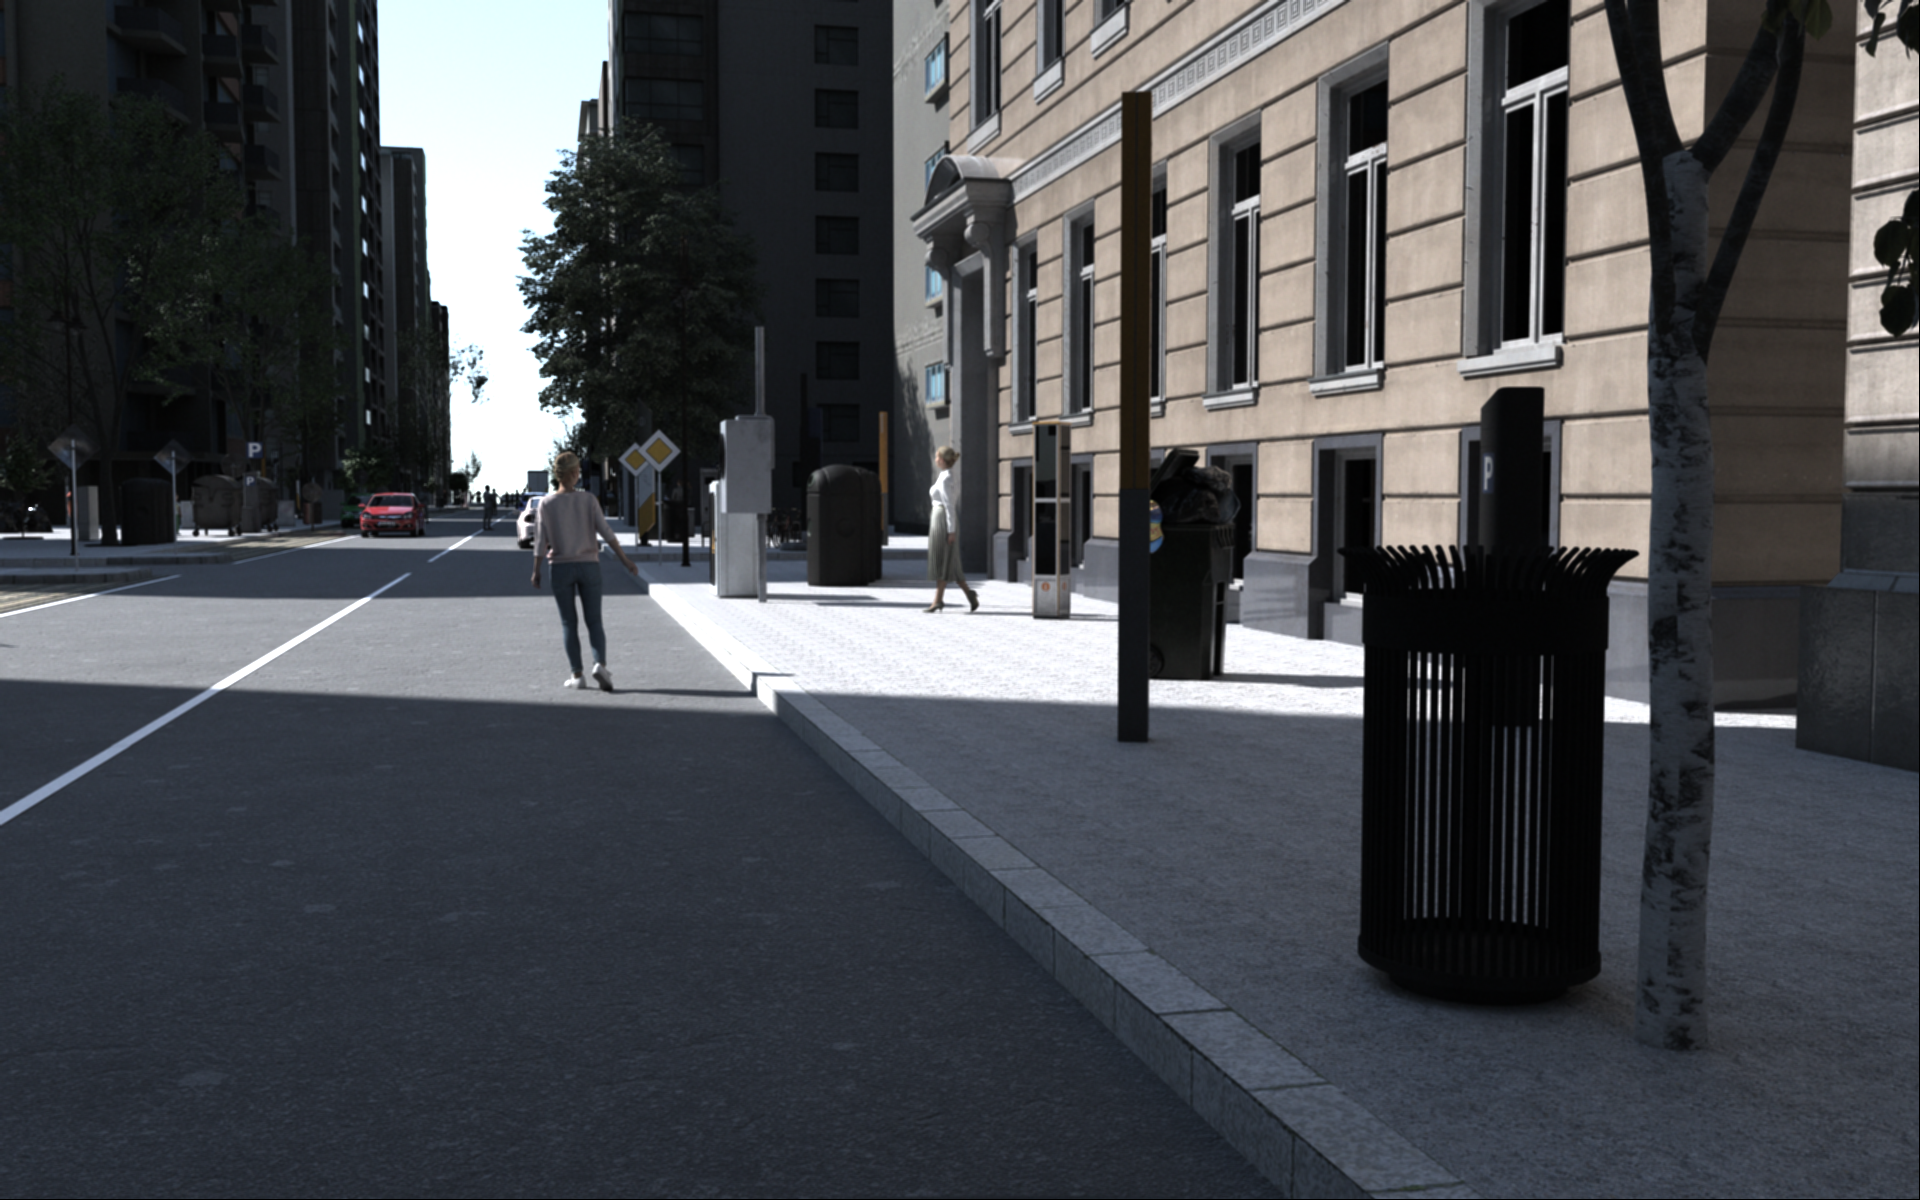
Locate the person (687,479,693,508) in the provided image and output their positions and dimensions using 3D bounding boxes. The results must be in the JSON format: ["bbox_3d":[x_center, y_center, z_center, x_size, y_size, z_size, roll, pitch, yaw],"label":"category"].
[{"bbox_3d":[-9.588,-3.360,61.159,0.473,1.802,0.592,1,4,17],"label":"person"}]

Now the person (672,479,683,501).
[{"bbox_3d":[-9.371,-3.126,57.435,0.520,1.790,0.573,-3,5,-44],"label":"person"}]

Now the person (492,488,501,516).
[{"bbox_3d":[-30.728,-6.461,114.142,0.705,1.824,1.348,2,4,35],"label":"person"}]

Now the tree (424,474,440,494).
[{"bbox_3d":[-51.456,-10.677,169.174,1.663,3.219,1.824,0,3,0],"label":"tree"}]

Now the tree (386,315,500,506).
[{"bbox_3d":[-54.696,-19.923,181.623,12.611,20.169,13.585,0,3,0],"label":"tree"}]

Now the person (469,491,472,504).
[{"bbox_3d":[-66.177,-13.914,234.209,0.551,1.740,0.621,3,5,41],"label":"person"}]

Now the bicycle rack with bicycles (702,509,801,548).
[{"bbox_3d":[-4.913,-1.781,42.505,2.852,0.926,2.925,1,4,21],"label":"bicycle rack with bicycles"}]

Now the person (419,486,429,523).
[{"bbox_3d":[-26.083,-4.625,84.295,0.511,1.800,0.466,-2,4,-32],"label":"person"}]

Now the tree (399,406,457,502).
[{"bbox_3d":[-44.208,-11.747,142.429,4.737,8.622,4.395,0,3,0],"label":"tree"}]

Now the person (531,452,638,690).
[{"bbox_3d":[-2.717,-0.215,12.686,0.731,1.740,0.598,-2,4,-28],"label":"person"}]

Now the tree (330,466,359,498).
[{"bbox_3d":[-36.771,-6.711,104.319,1.663,3.219,1.824,0,3,0],"label":"tree"}]

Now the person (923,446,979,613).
[{"bbox_3d":[-0.091,-0.761,18.704,0.641,1.798,0.478,2,4,24],"label":"person"}]

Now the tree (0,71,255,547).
[{"bbox_3d":[-20.903,-7.131,42.342,9.928,11.665,9.643,0,3,0],"label":"tree"}]

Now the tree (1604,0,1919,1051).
[{"bbox_3d":[1.452,-3.263,3.705,4.360,8.622,3.978,0,3,0],"label":"tree"}]

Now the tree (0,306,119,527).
[{"bbox_3d":[-34.563,-7.096,66.388,4.360,8.622,3.978,0,3,0],"label":"tree"}]

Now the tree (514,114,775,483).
[{"bbox_3d":[-10.528,-9.306,58.813,9.857,13.997,8.962,0,3,0],"label":"tree"}]

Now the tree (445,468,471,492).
[{"bbox_3d":[-63.633,-14.414,219.388,4.285,4.588,4.351,0,3,0],"label":"tree"}]

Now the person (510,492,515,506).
[{"bbox_3d":[-55.727,-12.620,215.664,1.217,1.723,0.721,0,4,1],"label":"person"}]

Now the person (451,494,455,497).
[{"bbox_3d":[-65.942,-13.382,225.546,1.217,1.736,0.721,2,4,27],"label":"person"}]

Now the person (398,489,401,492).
[{"bbox_3d":[-48.584,-8.761,150.001,1.217,1.735,0.721,1,4,19],"label":"person"}]

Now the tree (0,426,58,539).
[{"bbox_3d":[-26.647,-3.354,49.433,1.663,3.219,1.824,0,3,0],"label":"tree"}]

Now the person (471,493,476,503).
[{"bbox_3d":[-69.339,-14.552,247.155,0.799,1.438,0.628,-2,4,-26],"label":"person"}]

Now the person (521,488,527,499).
[{"bbox_3d":[-27.830,-6.245,110.623,0.581,1.822,0.654,2,4,26],"label":"person"}]

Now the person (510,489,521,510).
[{"bbox_3d":[-34.552,-7.735,135.044,0.705,1.814,1.350,2,4,25],"label":"person"}]

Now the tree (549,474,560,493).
[{"bbox_3d":[-51.502,-14.684,223.804,4.285,4.588,4.351,0,3,0],"label":"tree"}]

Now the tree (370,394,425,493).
[{"bbox_3d":[-41.062,-10.791,126.794,4.360,8.622,3.978,0,3,0],"label":"tree"}]

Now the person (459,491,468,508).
[{"bbox_3d":[-48.818,-9.842,170.196,0.721,1.735,1.217,2,4,27],"label":"person"}]

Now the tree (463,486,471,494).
[{"bbox_3d":[-68.787,-15.052,240.695,1.663,3.219,1.824,0,3,0],"label":"tree"}]

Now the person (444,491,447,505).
[{"bbox_3d":[-60.910,-12.095,204.510,1.217,1.736,0.721,3,5,43],"label":"person"}]

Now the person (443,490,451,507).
[{"bbox_3d":[-52.303,-10.339,175.906,1.217,1.723,0.721,-1,4,-21],"label":"person"}]

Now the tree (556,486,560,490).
[{"bbox_3d":[-48.596,-13.296,211.996,1.663,3.219,1.824,0,3,0],"label":"tree"}]

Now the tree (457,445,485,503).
[{"bbox_3d":[-71.106,-18.482,252.549,4.737,8.622,4.395,0,3,0],"label":"tree"}]

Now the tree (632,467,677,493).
[{"bbox_3d":[-11.816,-4.471,67.700,1.663,3.219,1.824,0,3,0],"label":"tree"}]

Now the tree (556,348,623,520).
[{"bbox_3d":[-16.957,-8.291,85.912,4.737,8.622,4.395,0,3,0],"label":"tree"}]

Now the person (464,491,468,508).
[{"bbox_3d":[-49.190,-9.985,172.416,0.621,1.740,0.551,3,4,36],"label":"person"}]

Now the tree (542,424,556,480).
[{"bbox_3d":[-32.513,-11.932,145.456,4.737,8.622,4.395,0,3,0],"label":"tree"}]

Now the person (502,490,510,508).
[{"bbox_3d":[-47.266,-10.520,180.524,0.705,1.821,1.348,1,4,21],"label":"person"}]

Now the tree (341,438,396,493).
[{"bbox_3d":[-34.470,-7.182,101.143,4.285,4.588,4.351,0,3,0],"label":"tree"}]

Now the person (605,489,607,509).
[{"bbox_3d":[-30.657,-8.733,149.750,0.530,1.710,0.541,2,4,28],"label":"person"}]

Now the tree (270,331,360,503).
[{"bbox_3d":[-29.173,-7.803,77.945,4.737,8.622,4.395,0,3,0],"label":"tree"}]

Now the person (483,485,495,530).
[{"bbox_3d":[-18.802,-3.701,69.189,0.511,1.800,0.466,2,4,25],"label":"person"}]
